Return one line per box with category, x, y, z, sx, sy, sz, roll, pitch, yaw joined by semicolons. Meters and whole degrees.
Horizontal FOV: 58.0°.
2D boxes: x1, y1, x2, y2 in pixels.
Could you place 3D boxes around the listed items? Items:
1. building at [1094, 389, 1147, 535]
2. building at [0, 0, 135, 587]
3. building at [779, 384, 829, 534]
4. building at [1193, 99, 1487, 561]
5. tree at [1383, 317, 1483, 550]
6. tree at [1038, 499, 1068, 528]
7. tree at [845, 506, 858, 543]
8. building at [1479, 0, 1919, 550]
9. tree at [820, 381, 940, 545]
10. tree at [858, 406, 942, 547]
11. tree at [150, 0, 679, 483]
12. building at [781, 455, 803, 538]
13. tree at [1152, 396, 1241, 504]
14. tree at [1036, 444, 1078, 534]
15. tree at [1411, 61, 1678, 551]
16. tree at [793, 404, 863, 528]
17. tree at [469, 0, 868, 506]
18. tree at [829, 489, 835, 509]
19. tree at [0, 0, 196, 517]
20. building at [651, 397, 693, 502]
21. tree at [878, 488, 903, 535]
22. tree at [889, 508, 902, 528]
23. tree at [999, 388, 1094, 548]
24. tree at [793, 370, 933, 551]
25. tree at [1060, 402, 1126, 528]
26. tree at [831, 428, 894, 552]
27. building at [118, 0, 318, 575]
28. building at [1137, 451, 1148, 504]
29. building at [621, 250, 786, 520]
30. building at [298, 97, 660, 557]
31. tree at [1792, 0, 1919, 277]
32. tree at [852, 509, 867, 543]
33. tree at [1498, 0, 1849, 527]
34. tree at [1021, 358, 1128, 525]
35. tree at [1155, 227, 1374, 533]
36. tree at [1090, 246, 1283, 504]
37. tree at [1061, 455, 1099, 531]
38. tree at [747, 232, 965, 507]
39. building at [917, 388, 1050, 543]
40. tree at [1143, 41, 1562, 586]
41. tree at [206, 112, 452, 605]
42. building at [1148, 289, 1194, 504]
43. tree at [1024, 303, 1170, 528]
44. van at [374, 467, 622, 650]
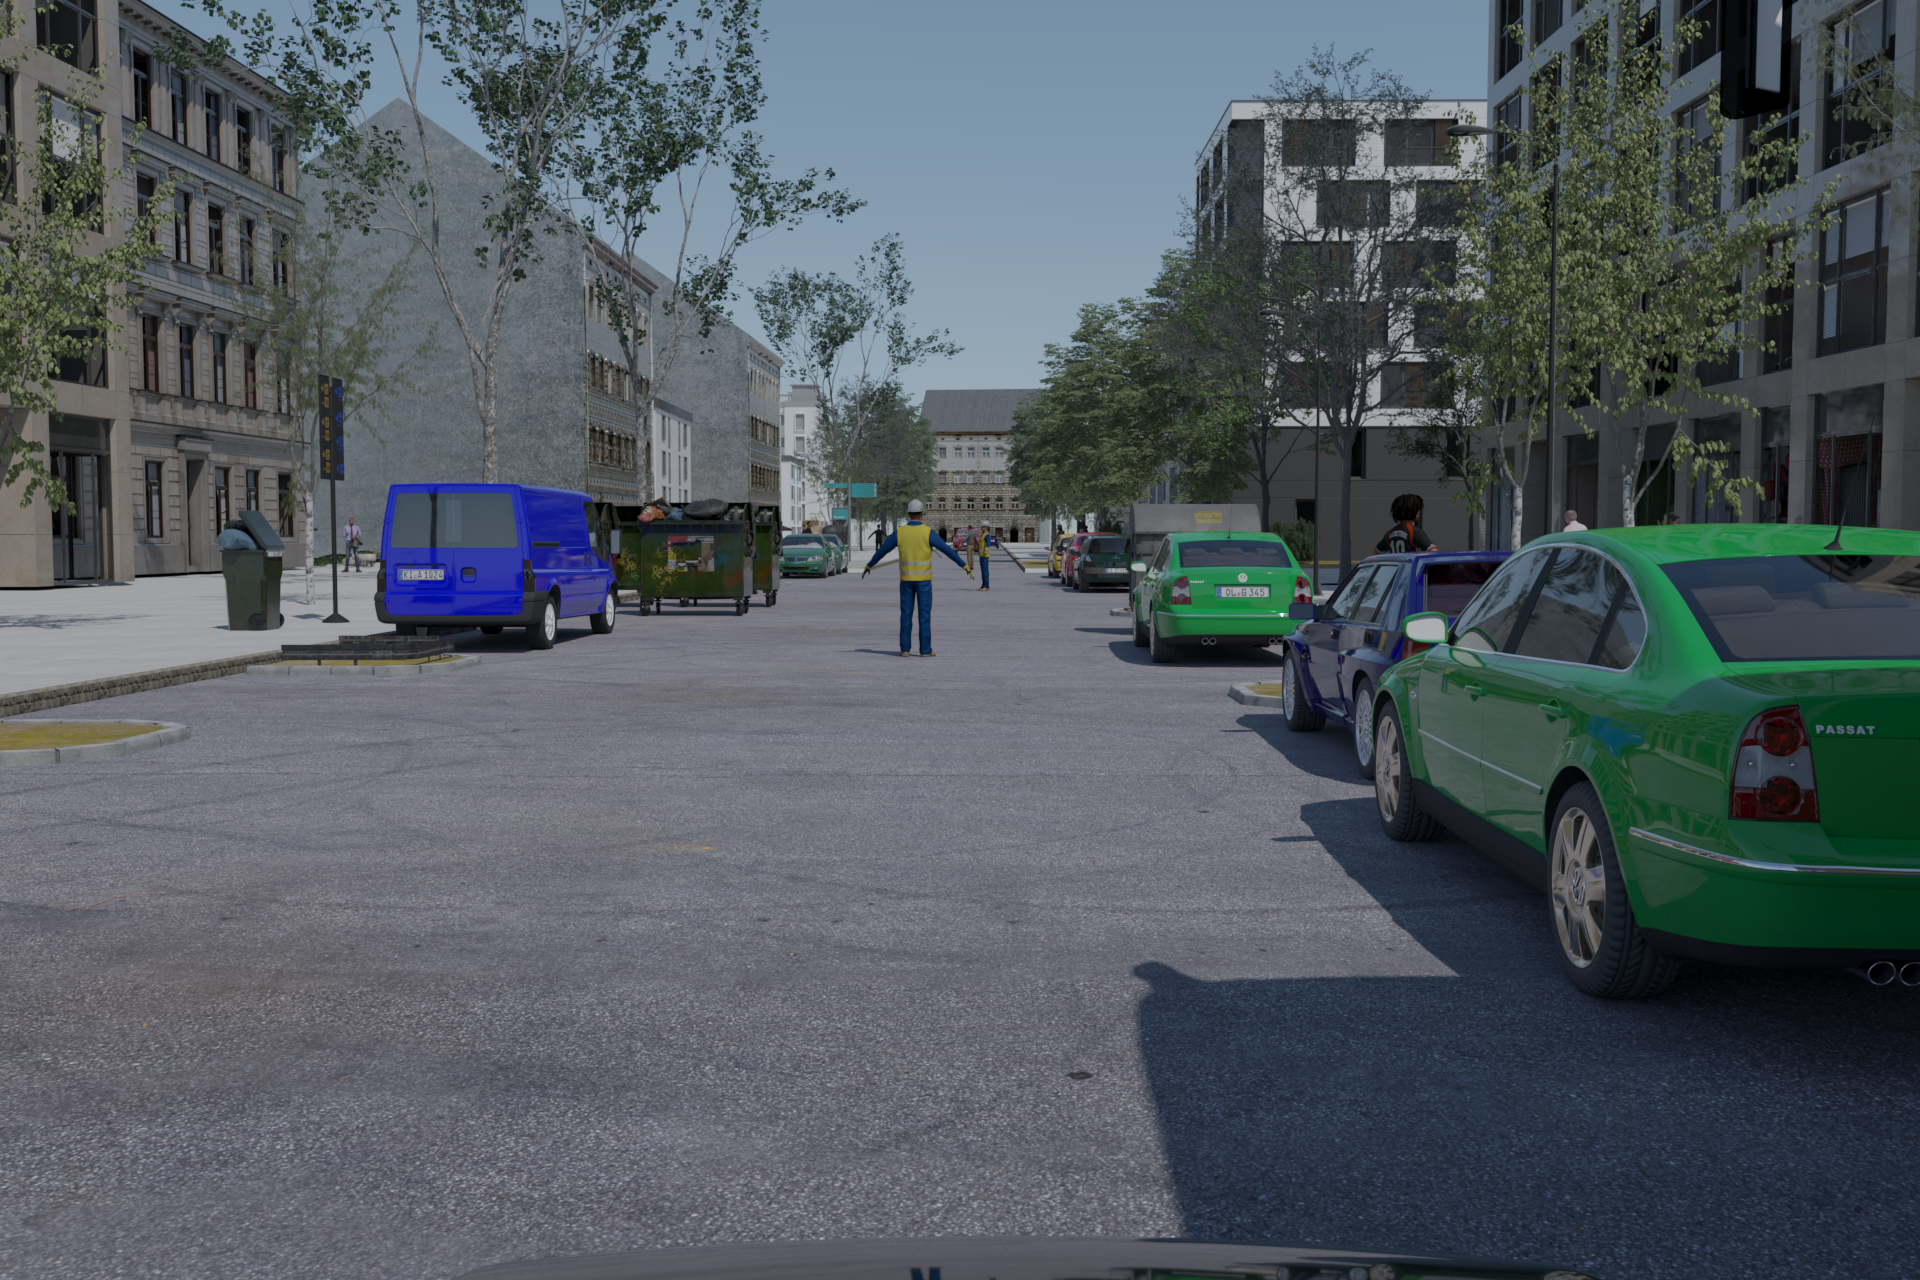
building;27.153;-24.021;223.677;19.493;23.208;18.063;0;4;1
building;-30.756;-13.623;25.937;19.351;26.588;34.151;0;4;2
building;-22.903;-22.208;219.525;16.016;20.090;11.380;0;4;2
building;26.918;-15.539;98.036;27.936;21.610;32.646;0;4;1
tree;21.433;-8.395;71.672;7.601;10.594;8.767;-3;5;-44
tree;9.483;-13.182;165.879;4.360;8.622;3.978;0;3;0
tree;-15.045;-18.653;255.335;4.360;8.622;3.978;0;3;0
building;26.850;-14.504;40.350;19.350;26.588;34.151;0;4;1
tree;-6.484;-14.517;144.000;9.857;13.997;8.962;0;3;0
tree;-6.552;-16.149;170.687;9.857;13.997;8.962;0;3;0
tree;-12.891;-11.473;43.468;12.611;20.169;13.585;0;3;0
building;-22.484;-15.653;198.080;9.099;9.664;28.070;0;4;0
tree;10.159;-7.820;78.215;4.360;8.622;3.978;0;3;0
tree;8.104;-10.735;125.886;4.360;8.622;3.978;0;3;0
tree;9.232;-4.759;28.168;4.737;8.622;4.395;0;3;0
tree;-7.332;-9.043;98.218;4.360;8.622;3.978;0;3;0
tree;-9.661;-12.415;58.868;12.611;20.169;13.585;0;3;0
tree;-23.346;-21.524;262.290;12.009;13.543;11.850;0;3;0
tree;-12.216;-4.365;21.737;4.737;8.622;4.395;0;3;0
building;-23.105;-10.903;120.407;9.099;9.664;28.070;0;3;0
tree;-6.309;-12.415;153.350;4.360;8.622;3.978;0;3;0
tree;-9.162;-18.926;259.801;4.737;8.622;4.395;0;3;0
tree;8.216;-14.860;149.616;9.857;13.997;8.962;0;3;0
tree;-7.499;-13.433;130.000;12.009;13.543;11.850;0;3;0
tree;7.590;-8.801;94.262;4.737;8.622;4.395;0;3;0
tree;-7.331;-10.434;120.956;4.360;8.622;3.978;0;3;0
building;-28.415;-11.605;53.365;10.561;19.211;19.286;0;4;1
building;29.854;-22.111;192.435;19.493;23.208;18.063;0;4;1
building;-25.323;-19.117;143.499;19.493;23.208;18.063;0;4;2
building;-28.113;-16.256;96.717;19.493;23.208;18.063;0;4;1
tree;9.344;-3.847;13.257;4.360;8.622;3.978;0;3;0
tree;-14.202;-19.047;261.774;4.360;8.622;3.978;0;3;0
tree;8.967;-4.428;22.761;4.737;8.622;4.395;0;3;0
tree;7.876;-11.885;112.451;7.486;12.596;7.792;0;3;0
tree;10.335;-8.139;58.831;9.928;11.665;9.643;0;3;0
tree;9.117;-9.248;69.336;7.486;12.596;7.792;0;3;0
tree;8.148;-10.398;120.363;4.360;8.622;3.978;0;3;0
tree;-6.514;-15.450;108.503;12.611;20.169;13.585;0;3;0
building;3.853;-26.150;260.940;18.063;23.208;19.493;0;4;7
tree;9.637;-8.118;43.099;12.009;13.543;11.850;0;3;0
tree;-11.937;-4.931;30.988;4.360;8.622;3.978;0;3;0
building;24.256;-16.263;132.350;16.747;18.905;31.486;0;4;1
tree;7.007;-10.234;85.451;7.486;12.596;7.792;0;3;0
van;-5.970;-1.146;23.124;2.240;2.365;5.245;0;4;1
